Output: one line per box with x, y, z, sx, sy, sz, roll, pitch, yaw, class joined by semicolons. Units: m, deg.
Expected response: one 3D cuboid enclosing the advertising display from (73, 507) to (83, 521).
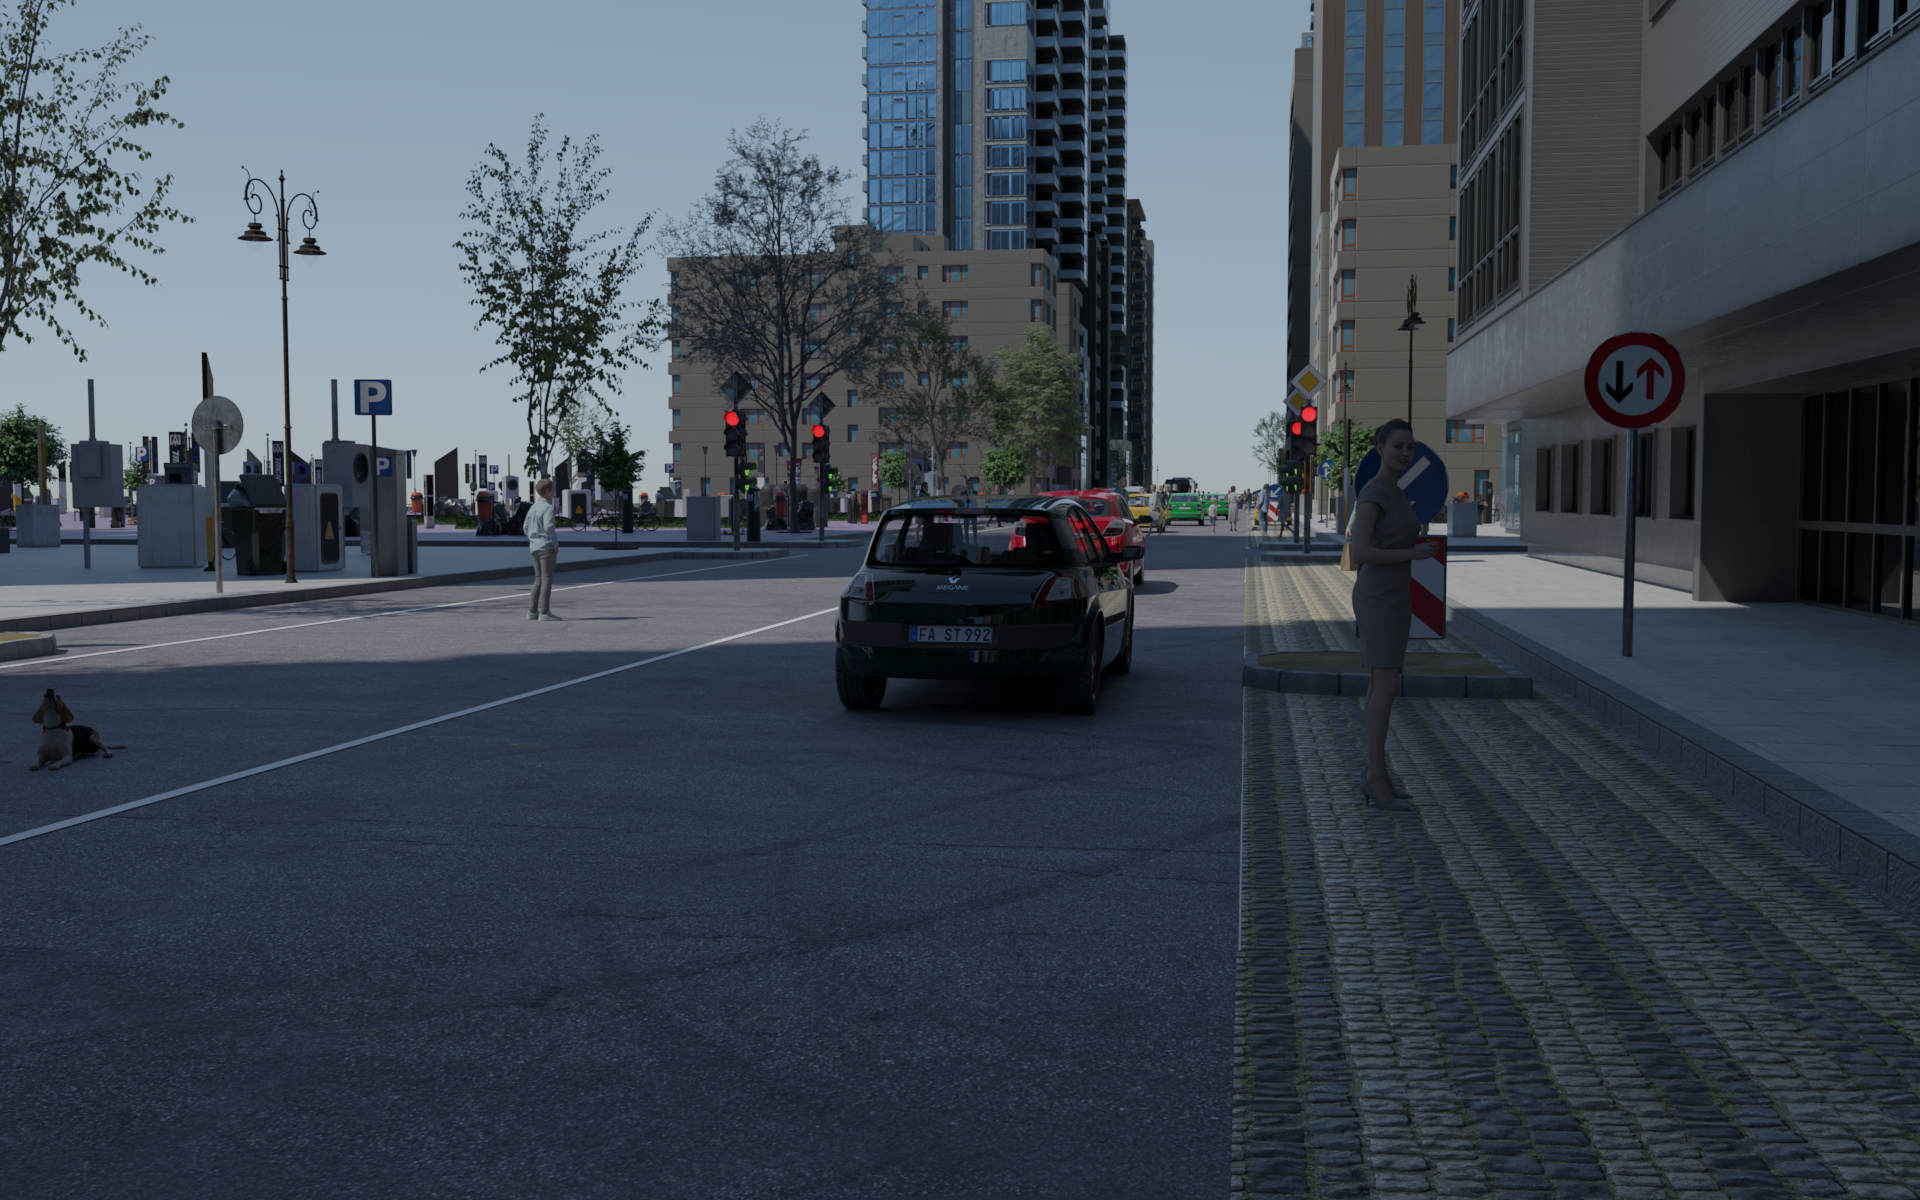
-41.172;-4.655;81.318;0.974;1.923;0.123;0;4;5;advertising display

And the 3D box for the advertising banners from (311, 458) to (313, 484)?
-31.734;-5.401;84.496;0.090;3.025;2.074;-1;4;-10;advertising banners

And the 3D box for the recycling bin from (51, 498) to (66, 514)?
-57.357;-5.963;110.048;0.722;1.027;0.722;1;4;18;recycling bin

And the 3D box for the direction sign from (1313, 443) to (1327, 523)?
16.096;-5.200;77.023;0.876;3.537;0.379;-1;4;-13;direction sign

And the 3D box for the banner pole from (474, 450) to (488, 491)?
-27.020;-6.577;97.554;0.863;3.779;0.401;-2;4;-24;banner pole

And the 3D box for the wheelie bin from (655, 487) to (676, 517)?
-12.679;-4.064;74.350;0.693;1.594;0.980;3;4;37;wheelie bin

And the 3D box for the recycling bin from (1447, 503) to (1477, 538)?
14.919;-2.380;51.467;0.722;1.027;0.722;0;4;2;recycling bin

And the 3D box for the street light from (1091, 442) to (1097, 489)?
11.857;-11.087;154.055;0.468;5.910;1.993;1;4;9;street light

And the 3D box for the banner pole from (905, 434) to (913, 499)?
-2.103;-5.012;71.958;0.401;3.779;0.863;1;4;20;banner pole

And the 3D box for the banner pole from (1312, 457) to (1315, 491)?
23.862;-7.738;116.534;0.401;3.779;0.863;-3;4;-36;banner pole

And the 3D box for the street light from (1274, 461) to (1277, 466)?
35.542;-13.528;193.973;0.468;5.910;1.993;1;4;9;street light

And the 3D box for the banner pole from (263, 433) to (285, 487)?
-28.177;-4.965;71.198;0.863;3.779;0.401;-2;4;-31;banner pole

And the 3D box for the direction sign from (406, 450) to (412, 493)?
-28.446;-5.925;88.876;0.379;3.537;0.876;2;4;26;direction sign

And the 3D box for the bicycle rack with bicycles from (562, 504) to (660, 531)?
-11.752;-2.869;60.291;2.925;0.926;2.852;1;4;16;bicycle rack with bicycles

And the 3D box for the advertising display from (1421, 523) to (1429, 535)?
8.751;-1.677;32.629;0.123;1.923;0.974;1;4;12;advertising display

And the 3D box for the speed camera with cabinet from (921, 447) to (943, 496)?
-1.177;-4.810;72.975;0.660;3.252;2.038;1;4;11;speed camera with cabinet

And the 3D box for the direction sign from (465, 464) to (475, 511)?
-36.302;-8.354;128.587;0.876;3.537;0.379;-3;4;-37;direction sign

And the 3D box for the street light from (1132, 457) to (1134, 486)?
20.467;-14.224;205.352;0.468;5.910;1.993;1;4;9;street light

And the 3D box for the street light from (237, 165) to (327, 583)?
-9.649;-3.182;24.816;0.468;5.910;1.993;1;4;9;street light

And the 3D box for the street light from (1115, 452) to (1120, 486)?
16.697;-12.879;183.351;0.468;5.910;1.993;1;4;9;street light

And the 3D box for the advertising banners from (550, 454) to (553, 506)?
-17.680;-4.817;74.943;0.090;3.025;2.074;-1;4;-9;advertising banners

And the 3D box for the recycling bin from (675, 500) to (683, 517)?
-12.744;-4.148;80.370;0.722;1.027;0.722;-3;5;-41;recycling bin

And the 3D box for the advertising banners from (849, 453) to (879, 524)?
-4.098;-4.760;74.012;0.090;3.025;2.074;-3;5;-41;advertising banners

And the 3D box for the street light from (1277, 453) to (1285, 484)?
30.584;-11.704;164.143;0.468;5.910;1.993;1;4;9;street light

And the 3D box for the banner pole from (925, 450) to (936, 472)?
-1.774;-6.649;98.725;0.863;3.779;0.401;1;4;14;banner pole

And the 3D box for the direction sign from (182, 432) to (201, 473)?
-28.268;-4.380;63.609;0.379;3.537;0.876;2;4;28;direction sign

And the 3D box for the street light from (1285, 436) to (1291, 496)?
25.795;-9.932;135.170;0.468;5.910;1.993;1;4;9;street light

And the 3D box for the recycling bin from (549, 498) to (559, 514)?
-25.862;-5.942;109.704;0.722;1.027;0.722;1;4;14;recycling bin

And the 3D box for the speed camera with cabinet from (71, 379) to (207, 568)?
-14.261;-2.186;30.085;2.038;3.252;0.660;0;4;-5;speed camera with cabinet

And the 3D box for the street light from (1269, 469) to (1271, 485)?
39.461;-14.975;217.632;0.468;5.910;1.993;1;4;9;street light

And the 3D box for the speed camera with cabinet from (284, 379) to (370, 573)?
-10.645;-2.131;29.175;0.660;3.252;2.038;0;4;6;speed camera with cabinet

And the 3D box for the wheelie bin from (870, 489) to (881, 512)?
-5.111;-5.942;105.052;0.693;1.594;0.980;0;4;-4;wheelie bin

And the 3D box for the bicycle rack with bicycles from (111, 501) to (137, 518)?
-43.569;-4.792;91.731;2.925;0.926;2.852;2;4;26;bicycle rack with bicycles

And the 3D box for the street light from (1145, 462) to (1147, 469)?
25.158;-15.997;234.342;0.468;5.910;1.993;1;4;9;street light

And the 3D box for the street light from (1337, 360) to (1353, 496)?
13.275;-5.322;59.795;0.468;5.910;1.993;1;4;9;street light

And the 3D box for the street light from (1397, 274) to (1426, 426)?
9.508;-3.903;36.597;0.468;5.910;1.993;1;4;9;street light

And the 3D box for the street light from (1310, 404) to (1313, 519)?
18.138;-7.130;89.364;0.468;5.910;1.993;1;4;9;street light

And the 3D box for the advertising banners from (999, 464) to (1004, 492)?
2.241;-6.454;101.706;0.090;3.025;2.074;1;4;20;advertising banners

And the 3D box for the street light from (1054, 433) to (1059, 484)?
6.818;-9.249;124.009;0.468;5.910;1.993;1;4;9;street light

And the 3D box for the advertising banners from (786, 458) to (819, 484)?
-8.044;-5.733;89.930;2.074;3.025;0.090;1;4;13;advertising banners

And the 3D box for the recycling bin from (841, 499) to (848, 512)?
-6.271;-5.092;95.808;0.722;1.027;0.722;-2;4;-33;recycling bin

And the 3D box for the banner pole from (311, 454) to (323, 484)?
-40.287;-7.239;108.368;0.863;3.779;0.401;-2;4;-32;banner pole

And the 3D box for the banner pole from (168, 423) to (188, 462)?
-27.385;-4.334;60.871;0.863;3.779;0.401;0;4;2;banner pole

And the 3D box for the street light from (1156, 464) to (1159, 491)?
30.012;-17.769;263.305;0.468;5.910;1.993;1;4;9;street light

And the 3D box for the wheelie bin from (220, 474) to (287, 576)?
-11.099;-1.189;27.341;0.693;1.594;0.980;2;4;32;wheelie bin

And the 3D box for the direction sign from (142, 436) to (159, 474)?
-31.659;-4.636;67.798;0.379;3.537;0.876;1;4;11;direction sign

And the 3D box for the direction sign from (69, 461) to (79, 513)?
-61.362;-7.844;120.248;0.379;3.537;0.876;2;4;33;direction sign

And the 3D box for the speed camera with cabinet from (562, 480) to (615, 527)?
-14.647;-4.532;68.435;2.038;3.252;0.660;-2;4;-35;speed camera with cabinet

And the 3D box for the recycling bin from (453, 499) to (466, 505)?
-26.961;-4.922;93.026;0.722;1.027;0.722;-2;4;-29;recycling bin

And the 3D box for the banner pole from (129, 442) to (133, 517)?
-39.408;-5.650;82.398;0.401;3.779;0.863;-2;4;-28;banner pole

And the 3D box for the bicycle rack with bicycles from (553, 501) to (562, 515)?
-21.060;-4.899;93.473;2.852;0.926;2.925;0;4;2;bicycle rack with bicycles

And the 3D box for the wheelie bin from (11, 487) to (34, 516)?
-43.192;-4.394;79.757;0.693;1.594;0.980;2;4;30;wheelie bin

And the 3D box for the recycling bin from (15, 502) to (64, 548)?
-22.331;-1.798;41.955;0.722;1.027;0.722;2;4;32;recycling bin

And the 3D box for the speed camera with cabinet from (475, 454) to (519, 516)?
-22.793;-5.562;85.273;2.038;3.252;0.660;-2;4;-35;speed camera with cabinet

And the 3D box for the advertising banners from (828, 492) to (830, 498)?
-8.608;-6.910;109.171;0.090;3.025;2.074;2;4;31;advertising banners

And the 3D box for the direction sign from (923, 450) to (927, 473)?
-1.821;-6.005;90.185;0.379;3.537;0.876;0;4;7;direction sign
